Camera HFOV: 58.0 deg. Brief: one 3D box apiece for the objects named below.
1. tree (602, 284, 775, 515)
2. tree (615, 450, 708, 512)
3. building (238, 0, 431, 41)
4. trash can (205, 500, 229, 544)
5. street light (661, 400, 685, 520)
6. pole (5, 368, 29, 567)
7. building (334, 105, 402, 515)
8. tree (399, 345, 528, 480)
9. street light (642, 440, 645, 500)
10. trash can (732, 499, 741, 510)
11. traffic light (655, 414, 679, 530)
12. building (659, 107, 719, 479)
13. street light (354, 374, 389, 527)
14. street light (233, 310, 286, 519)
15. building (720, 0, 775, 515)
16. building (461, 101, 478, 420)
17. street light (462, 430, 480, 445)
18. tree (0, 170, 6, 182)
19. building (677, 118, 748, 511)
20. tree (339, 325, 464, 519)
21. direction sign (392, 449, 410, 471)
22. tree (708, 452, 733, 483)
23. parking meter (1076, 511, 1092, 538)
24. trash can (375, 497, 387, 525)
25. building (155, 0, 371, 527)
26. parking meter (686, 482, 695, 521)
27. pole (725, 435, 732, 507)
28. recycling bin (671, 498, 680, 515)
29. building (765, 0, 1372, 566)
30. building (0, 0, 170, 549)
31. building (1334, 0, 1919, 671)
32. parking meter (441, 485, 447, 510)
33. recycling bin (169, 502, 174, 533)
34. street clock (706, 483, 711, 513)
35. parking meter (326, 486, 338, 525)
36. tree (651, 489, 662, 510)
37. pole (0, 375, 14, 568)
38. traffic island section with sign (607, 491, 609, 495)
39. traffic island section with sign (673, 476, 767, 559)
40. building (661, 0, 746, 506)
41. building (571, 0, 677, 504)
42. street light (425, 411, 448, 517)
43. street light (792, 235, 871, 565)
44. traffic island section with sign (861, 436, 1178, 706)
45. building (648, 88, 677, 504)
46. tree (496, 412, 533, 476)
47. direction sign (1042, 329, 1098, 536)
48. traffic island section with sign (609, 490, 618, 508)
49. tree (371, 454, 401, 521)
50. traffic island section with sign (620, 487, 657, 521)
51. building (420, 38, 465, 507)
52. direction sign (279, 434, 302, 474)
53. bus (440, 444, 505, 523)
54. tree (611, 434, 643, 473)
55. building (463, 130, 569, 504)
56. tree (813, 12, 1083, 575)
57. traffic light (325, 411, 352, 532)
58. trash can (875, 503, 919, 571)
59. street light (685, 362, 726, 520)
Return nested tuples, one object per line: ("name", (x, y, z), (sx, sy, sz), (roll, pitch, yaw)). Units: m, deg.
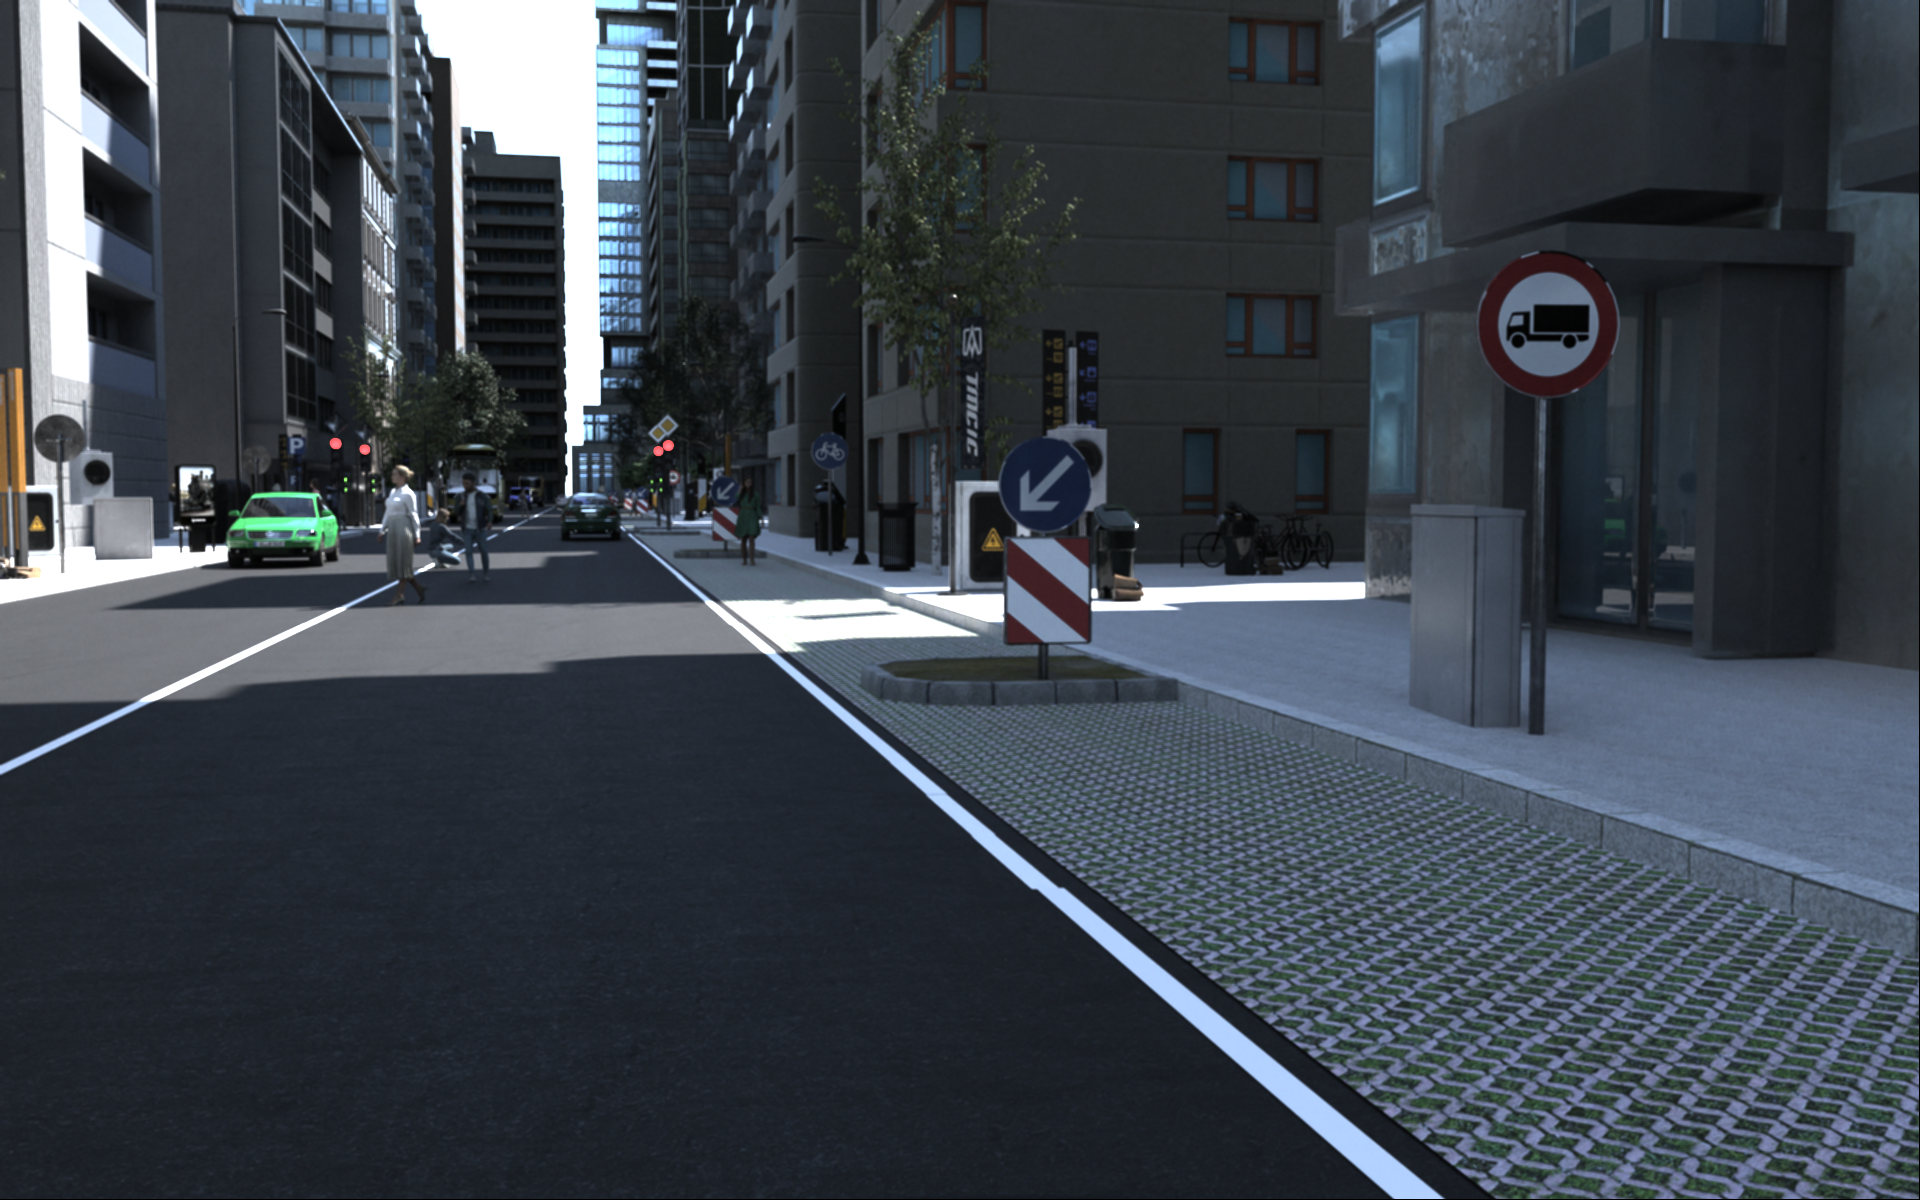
("tree", (-11.183, -8.761, 77.649), (7.601, 10.594, 8.767), (0, 4, 1))
("tree", (-20.266, -8.136, 116.734), (4.285, 4.588, 4.351), (0, 3, 0))
("building", (-57.875, -32.478, 150.620), (23.786, 49.044, 30.456), (-1, 4, -12))
("trash can", (-19.211, -2.018, 44.645), (0.748, 1.137, 0.748), (0, 3, 0))
("street light", (-13.868, -6.831, 84.230), (1.470, 5.913, 1.316), (-1, 4, -12))
("pole", (-15.324, -2.100, 28.182), (0.158, 3.312, 0.155), (0, 3, 0))
("building", (-42.451, -19.012, 108.110), (12.463, 27.353, 25.104), (-1, 4, -12))
("tree", (-38.273, -13.247, 133.598), (9.611, 12.733, 9.660), (0, 3, 0))
("street light", (-20.252, -8.621, 113.501), (1.470, 5.913, 1.316), (-1, 4, -12))
("trash can", (-10.064, -4.107, 78.797), (0.748, 1.137, 0.748), (0, 3, 0))
("traffic light", (-10.294, -4.408, 60.985), (0.839, 4.253, 0.868), (-1, 4, -12))
("building", (-25.332, -30.835, 187.741), (14.154, 41.232, 14.086), (-1, 4, -12))
("street light", (-22.735, -5.772, 66.921), (1.470, 5.913, 1.316), (-1, 4, -12))
("street light", (-17.658, -4.350, 43.662), (1.470, 5.913, 1.316), (-1, 4, -12))
("building", (-2.695, -29.928, 108.924), (23.786, 49.044, 30.456), (-1, 4, -12))
("building", (-70.343, -35.174, 194.709), (30.456, 49.044, 23.786), (-1, 4, -12))
("street light", (-35.454, -9.349, 125.399), (1.470, 5.913, 1.316), (-1, 4, -12))
("tree", (-13.153, -4.266, 20.118), (4.360, 8.622, 3.978), (0, 3, 0))
("building", (-14.923, -22.389, 137.766), (14.160, 30.474, 14.107), (-1, 4, -12))
("tree", (-25.201, -7.690, 76.095), (4.737, 8.622, 4.395), (0, 3, 0))
("direction sign", (-28.028, -5.801, 86.851), (0.876, 3.537, 0.379), (0, 4, 1))
("tree", (-18.455, -8.816, 127.856), (4.285, 4.588, 4.351), (0, 3, 0))
("parking meter", (2.110, -1.453, 29.465), (0.255, 1.863, 0.399), (0, 4, 4))
("trash can", (-24.460, -3.740, 72.799), (0.748, 1.137, 0.748), (0, 3, 0))
("building", (-36.990, -16.033, 81.203), (14.314, 24.678, 30.058), (-1, 4, -12))
("parking meter", (-12.965, -4.743, 83.264), (0.399, 1.863, 0.255), (-2, 4, -23))
("pole", (-7.953, -4.013, 59.462), (0.158, 3.312, 0.155), (0, 3, 0))
("recycling bin", (-17.900, -5.826, 107.806), (0.722, 1.027, 0.722), (2, 4, 28))
("building", (10.040, -12.373, 47.344), (27.650, 21.520, 28.899), (-1, 4, -12))
("building", (-35.803, -30.547, 41.445), (28.212, 58.520, 21.231), (-1, 4, -12))
("building", (17.036, -23.849, 9.536), (23.786, 49.044, 30.456), (-1, 4, -12))
("parking meter", (-32.359, -6.294, 108.621), (0.255, 1.863, 0.399), (1, 4, 14))
("recycling bin", (-26.320, -2.707, 56.806), (0.722, 1.027, 0.722), (0, 4, 3))
("street clock", (-17.039, -6.884, 117.130), (0.358, 2.002, 0.471), (3, 5, 45))
("parking meter", (-20.925, -3.016, 57.717), (0.372, 1.533, 0.369), (0, 3, 0))
("tree", (-24.108, -8.805, 138.560), (1.663, 3.219, 1.824), (0, 3, 0))
("pole", (-16.406, -2.189, 29.632), (0.158, 3.312, 0.155), (0, 3, 0))
("traffic island section with sign", (-33.668, -9.768, 168.331), (1.989, 1.847, 2.006), (-1, 4, -12))
("traffic island section with sign", (-5.454, -1.864, 39.099), (1.989, 1.847, 2.006), (-1, 4, -12))
("building", (-18.981, -44.731, 169.603), (20.563, 71.187, 20.611), (-1, 4, -12))
("building", (-37.938, -56.579, 237.729), (31.000, 86.520, 22.319), (-1, 4, -12))
("street light", (-29.156, -7.573, 96.367), (1.470, 5.913, 1.316), (-1, 4, -12))
("street light", (-2.329, -3.597, 31.356), (1.470, 5.913, 1.316), (-1, 4, -12))
("traffic island section with sign", (0.324, -0.244, 12.617), (1.989, 1.847, 2.006), (-1, 4, -12))
("building", (-25.630, -35.595, 205.680), (21.300, 48.544, 21.600), (-1, 4, -12))
("tree", (-56.914, -17.712, 215.353), (9.928, 11.665, 9.643), (0, 3, 0))
("direction sign", (1.532, -1.960, 24.045), (0.876, 3.537, 0.379), (-2, 4, -27))
("traffic island section with sign", (-23.036, -6.791, 119.657), (1.989, 1.847, 2.006), (-1, 4, -12))
("tree", (-27.287, -5.375, 82.486), (1.663, 3.219, 1.824), (0, 3, 0))
("traffic island section with sign", (-17.200, -5.157, 92.947), (1.989, 1.847, 2.006), (-1, 4, -12))
("building", (-57.355, -32.021, 173.656), (14.600, 45.320, 14.200), (-1, 4, -12))
("direction sign", (-25.393, -4.511, 65.757), (0.876, 3.537, 0.379), (0, 4, 3))
("bus", (-24.791, -5.950, 88.837), (2.896, 3.916, 12.252), (-1, 4, -13))
("tree", (-40.081, -15.807, 208.800), (4.360, 8.622, 3.978), (0, 3, 0))
("building", (-64.199, -37.304, 233.619), (21.600, 48.544, 21.300), (-1, 4, -12))
("tree", (-0.320, -4.684, 26.943), (4.737, 8.622, 4.395), (0, 3, 0))
("traffic light", (-21.050, -4.264, 58.630), (0.839, 4.253, 0.868), (-1, 4, -12))
("trash can", (-1.052, -1.055, 28.906), (0.748, 1.137, 0.748), (0, 3, 0))
("street light", (-8.851, -5.427, 61.266), (1.470, 5.913, 1.316), (-1, 4, -12))
